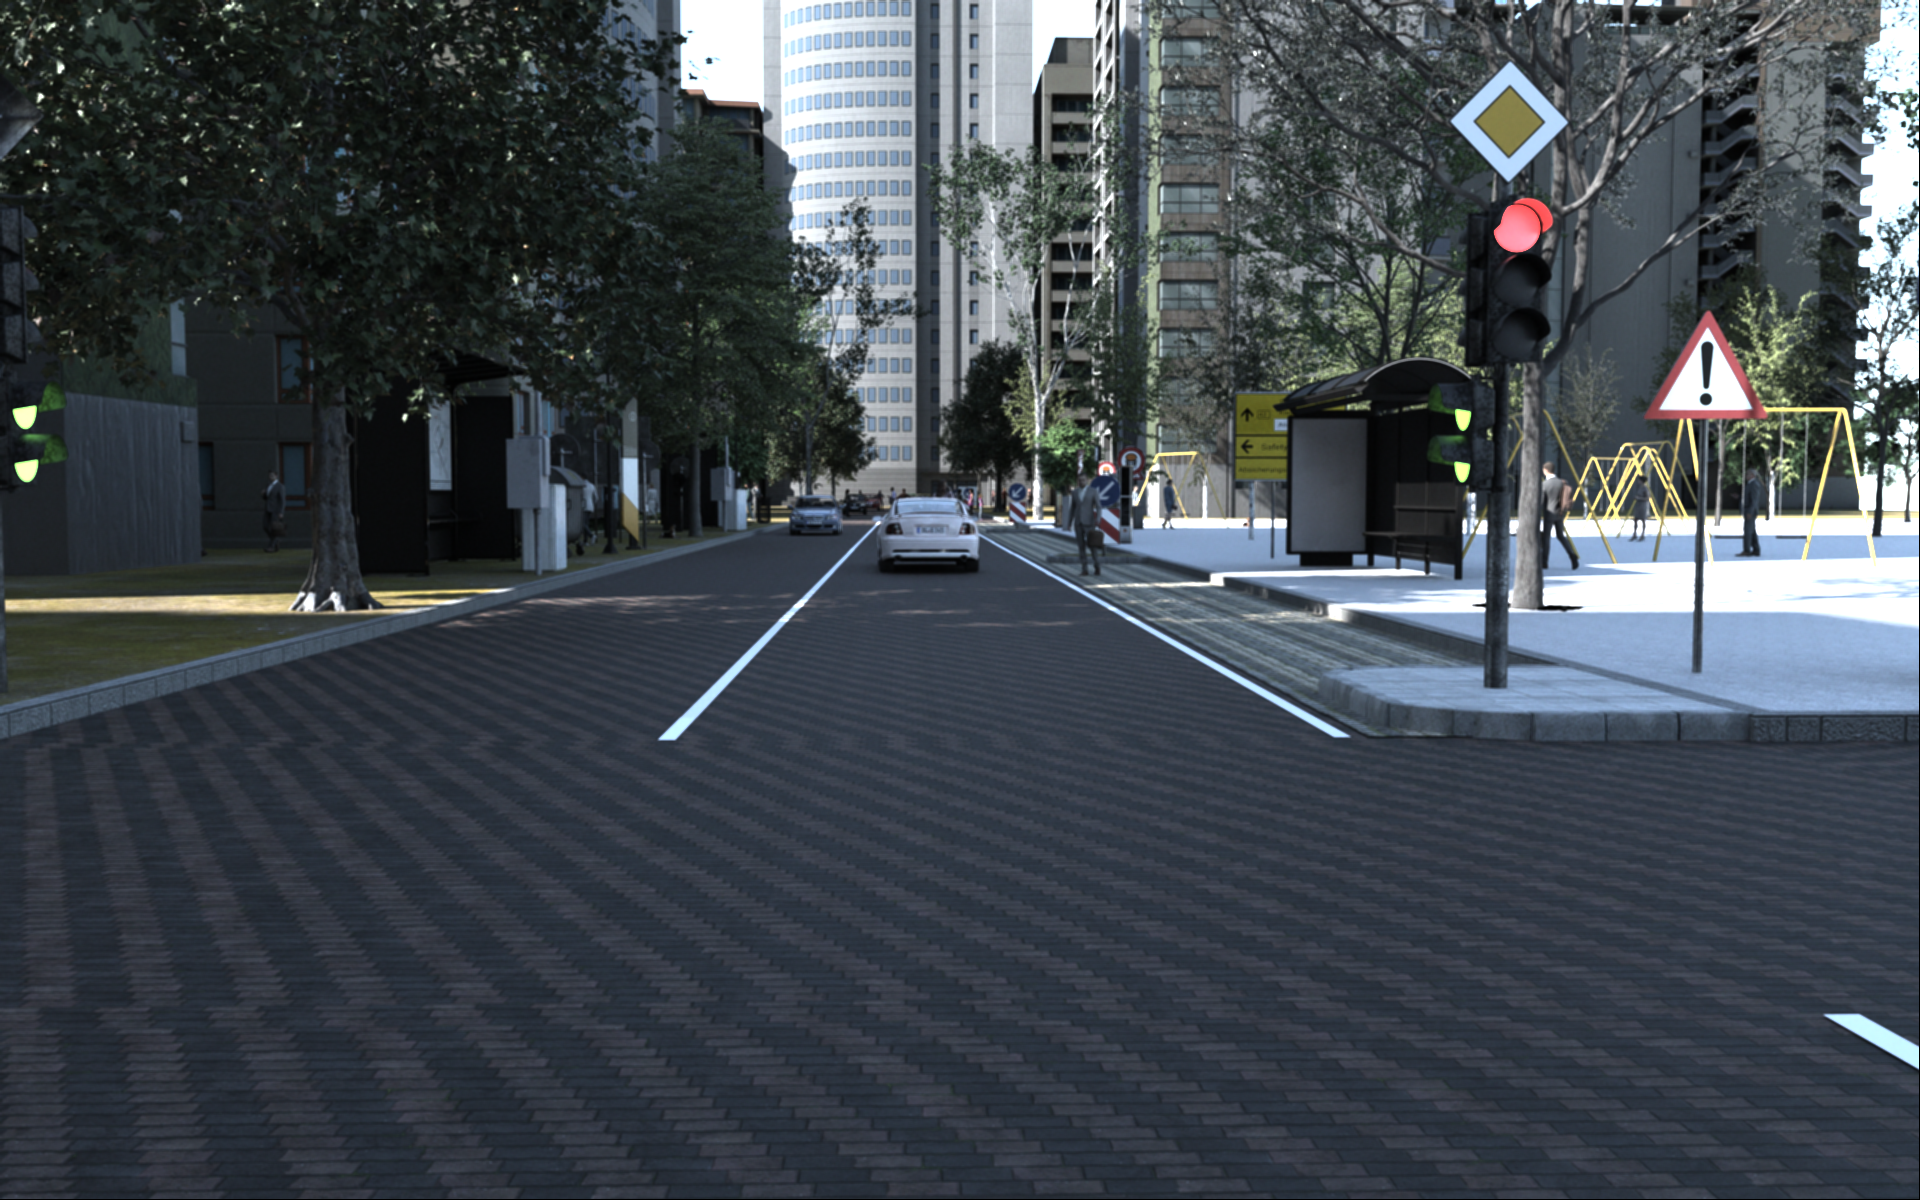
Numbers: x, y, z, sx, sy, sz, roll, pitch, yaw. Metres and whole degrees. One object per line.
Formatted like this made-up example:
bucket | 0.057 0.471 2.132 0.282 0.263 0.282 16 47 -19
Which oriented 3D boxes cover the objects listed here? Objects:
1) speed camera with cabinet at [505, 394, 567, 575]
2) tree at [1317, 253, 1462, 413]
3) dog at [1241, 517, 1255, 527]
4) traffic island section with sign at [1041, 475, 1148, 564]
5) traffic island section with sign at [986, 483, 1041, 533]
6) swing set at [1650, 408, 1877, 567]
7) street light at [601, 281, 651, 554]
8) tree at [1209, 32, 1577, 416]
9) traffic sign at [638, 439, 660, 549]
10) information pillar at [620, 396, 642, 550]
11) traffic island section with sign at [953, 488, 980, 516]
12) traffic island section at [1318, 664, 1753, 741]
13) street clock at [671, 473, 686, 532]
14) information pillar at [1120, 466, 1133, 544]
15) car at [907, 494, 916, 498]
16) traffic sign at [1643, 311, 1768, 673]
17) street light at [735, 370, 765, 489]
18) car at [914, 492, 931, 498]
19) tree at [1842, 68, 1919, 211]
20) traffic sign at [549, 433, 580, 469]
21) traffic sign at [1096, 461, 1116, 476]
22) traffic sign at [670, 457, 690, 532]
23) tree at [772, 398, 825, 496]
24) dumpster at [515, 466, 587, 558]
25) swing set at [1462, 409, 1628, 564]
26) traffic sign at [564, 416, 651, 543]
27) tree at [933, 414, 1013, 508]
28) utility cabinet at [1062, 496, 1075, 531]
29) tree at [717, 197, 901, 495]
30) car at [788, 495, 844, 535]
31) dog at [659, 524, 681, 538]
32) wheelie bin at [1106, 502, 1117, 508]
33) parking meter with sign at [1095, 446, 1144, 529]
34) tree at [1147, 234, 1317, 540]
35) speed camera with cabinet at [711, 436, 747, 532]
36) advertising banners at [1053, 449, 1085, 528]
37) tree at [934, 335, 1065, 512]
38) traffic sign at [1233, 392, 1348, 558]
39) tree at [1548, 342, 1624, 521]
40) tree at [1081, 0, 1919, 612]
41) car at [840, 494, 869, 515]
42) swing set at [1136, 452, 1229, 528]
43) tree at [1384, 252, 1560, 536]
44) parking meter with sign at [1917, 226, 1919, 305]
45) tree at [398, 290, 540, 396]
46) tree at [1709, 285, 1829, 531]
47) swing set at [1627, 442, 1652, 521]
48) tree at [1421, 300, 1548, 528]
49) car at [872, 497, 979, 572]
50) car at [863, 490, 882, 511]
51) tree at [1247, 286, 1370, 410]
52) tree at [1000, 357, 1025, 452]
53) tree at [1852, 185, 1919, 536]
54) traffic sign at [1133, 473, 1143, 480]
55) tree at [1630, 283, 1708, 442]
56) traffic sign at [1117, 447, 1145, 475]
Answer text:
speed camera with cabinet | -6.914 -2.075 28.262 0.660 3.252 2.038 0 4 -2
tree | 20.421 -10.002 81.667 7.486 12.596 7.792 0 3 0
dog | 11.315 -3.071 67.951 0.550 0.427 0.748 1 4 14
traffic island section with sign | 2.827 -1.683 36.145 1.989 1.847 2.006 0 4 -2
traffic island section with sign | 1.964 -3.379 63.875 1.989 1.847 2.006 0 4 -2
swing set | 14.798 -2.084 31.687 3.119 2.851 2.862 0 4 2
street light | -7.015 -3.958 37.249 1.470 5.913 1.316 0 4 -2
tree | 9.654 -6.943 39.277 9.928 11.665 9.643 0 3 0
traffic sign | -7.373 -2.466 40.427 0.768 2.556 0.104 0 4 1
information pillar | -7.617 -2.973 39.957 0.183 3.616 0.504 3 4 36
traffic island section with sign | 0.440 -6.396 113.207 1.989 1.847 2.006 0 4 -2
traffic island section | 3.578 0.659 11.501 2.009 0.180 2.903 0 4 -2
street clock | -9.502 -3.297 58.478 0.471 2.002 0.358 -1 4 -14
information pillar | 4.315 -2.474 44.936 0.304 2.012 0.304 1 4 16
car | -4.637 -9.075 157.180 1.959 1.807 4.718 0 4 -4
traffic sign | 5.300 -0.757 12.380 0.884 2.594 0.081 0 4 0
street light | -7.694 -5.576 63.703 1.470 5.913 1.316 0 4 -2
car | -3.064 -8.114 142.888 2.015 1.641 3.980 0 4 -3
tree | 25.966 -11.089 37.196 12.611 20.169 13.585 0 3 0
traffic sign | -8.373 -2.222 36.439 0.768 2.556 0.104 0 4 0
traffic sign | 5.684 -4.116 67.409 0.768 2.556 0.104 0 4 0
traffic sign | -9.532 -3.616 59.224 0.768 2.556 0.104 0 4 1
tree | -11.102 -10.398 120.371 4.360 8.622 3.978 0 3 0
dumpster | -8.401 -1.808 35.323 1.264 1.857 1.865 0 4 -2
swing set | 10.726 -2.161 32.952 2.862 2.851 3.119 0 4 6
traffic sign | -9.204 -3.142 45.238 2.265 3.308 0.079 0 4 4
tree | 1.998 -14.066 164.389 8.767 10.594 7.601 0 4 -3
utility cabinet | 3.888 -3.010 60.378 0.306 1.237 1.020 2 4 28
tree | -8.587 -15.550 110.131 12.611 20.169 13.585 0 3 0
car | -5.118 -3.046 61.799 2.014 1.417 4.499 0 4 -2
dog | -8.421 -1.986 50.213 0.550 0.427 0.748 -2 4 -25
wheelie bin | 5.298 -3.333 62.398 0.693 1.594 0.980 -2 4 -27
parking meter with sign | 5.841 -4.107 63.405 1.738 3.016 0.543 -1 4 -9
tree | 8.082 -5.995 48.380 4.360 8.622 3.978 0 3 0
speed camera with cabinet | -8.018 -4.017 60.021 0.660 3.252 2.038 1 4 14
advertising banners | 4.223 -4.316 66.753 0.090 3.025 2.074 3 5 39
tree | 2.897 -12.733 125.195 9.611 12.733 9.660 0 3 0
traffic sign | 6.561 -2.483 34.474 2.265 3.308 0.079 0 4 0
tree | 29.944 -8.129 83.272 4.360 8.622 3.978 0 3 0
tree | 6.479 -6.649 19.082 12.009 13.543 11.850 0 3 0
car | -7.381 -6.809 121.111 2.009 1.686 4.222 0 4 -4
swing set | 8.370 -4.189 66.113 2.862 2.851 3.119 -2 4 -23
tree | 15.942 -6.290 53.198 4.737 8.622 4.395 0 3 0
parking meter with sign | 6.893 -0.930 11.475 1.738 3.016 0.543 -3 5 -44
tree | -12.064 -5.524 40.676 4.737 8.622 4.395 0 3 0
tree | 28.097 -6.711 60.091 4.737 8.622 4.395 0 3 0
swing set | 20.682 -3.350 52.400 2.862 2.851 3.119 0 4 -2
tree | 19.215 -6.996 64.739 4.360 8.622 3.978 0 3 0
car | -0.647 -1.281 33.303 2.083 1.381 4.827 0 4 -3
car | -7.723 -8.545 148.751 2.155 1.783 4.494 0 4 -2
tree | 11.867 -6.758 60.854 4.737 8.622 4.395 0 3 0
tree | 4.292 -8.769 93.742 4.737 8.622 4.395 0 3 0
tree | 28.080 -7.196 52.061 7.601 10.594 8.767 0 4 2
traffic sign | 6.347 -3.921 64.105 0.884 2.594 0.081 0 4 6
tree | 29.999 -8.139 67.479 7.601 10.594 8.767 0 4 8
traffic sign | 4.594 -2.842 46.572 0.768 2.556 0.104 0 4 1
